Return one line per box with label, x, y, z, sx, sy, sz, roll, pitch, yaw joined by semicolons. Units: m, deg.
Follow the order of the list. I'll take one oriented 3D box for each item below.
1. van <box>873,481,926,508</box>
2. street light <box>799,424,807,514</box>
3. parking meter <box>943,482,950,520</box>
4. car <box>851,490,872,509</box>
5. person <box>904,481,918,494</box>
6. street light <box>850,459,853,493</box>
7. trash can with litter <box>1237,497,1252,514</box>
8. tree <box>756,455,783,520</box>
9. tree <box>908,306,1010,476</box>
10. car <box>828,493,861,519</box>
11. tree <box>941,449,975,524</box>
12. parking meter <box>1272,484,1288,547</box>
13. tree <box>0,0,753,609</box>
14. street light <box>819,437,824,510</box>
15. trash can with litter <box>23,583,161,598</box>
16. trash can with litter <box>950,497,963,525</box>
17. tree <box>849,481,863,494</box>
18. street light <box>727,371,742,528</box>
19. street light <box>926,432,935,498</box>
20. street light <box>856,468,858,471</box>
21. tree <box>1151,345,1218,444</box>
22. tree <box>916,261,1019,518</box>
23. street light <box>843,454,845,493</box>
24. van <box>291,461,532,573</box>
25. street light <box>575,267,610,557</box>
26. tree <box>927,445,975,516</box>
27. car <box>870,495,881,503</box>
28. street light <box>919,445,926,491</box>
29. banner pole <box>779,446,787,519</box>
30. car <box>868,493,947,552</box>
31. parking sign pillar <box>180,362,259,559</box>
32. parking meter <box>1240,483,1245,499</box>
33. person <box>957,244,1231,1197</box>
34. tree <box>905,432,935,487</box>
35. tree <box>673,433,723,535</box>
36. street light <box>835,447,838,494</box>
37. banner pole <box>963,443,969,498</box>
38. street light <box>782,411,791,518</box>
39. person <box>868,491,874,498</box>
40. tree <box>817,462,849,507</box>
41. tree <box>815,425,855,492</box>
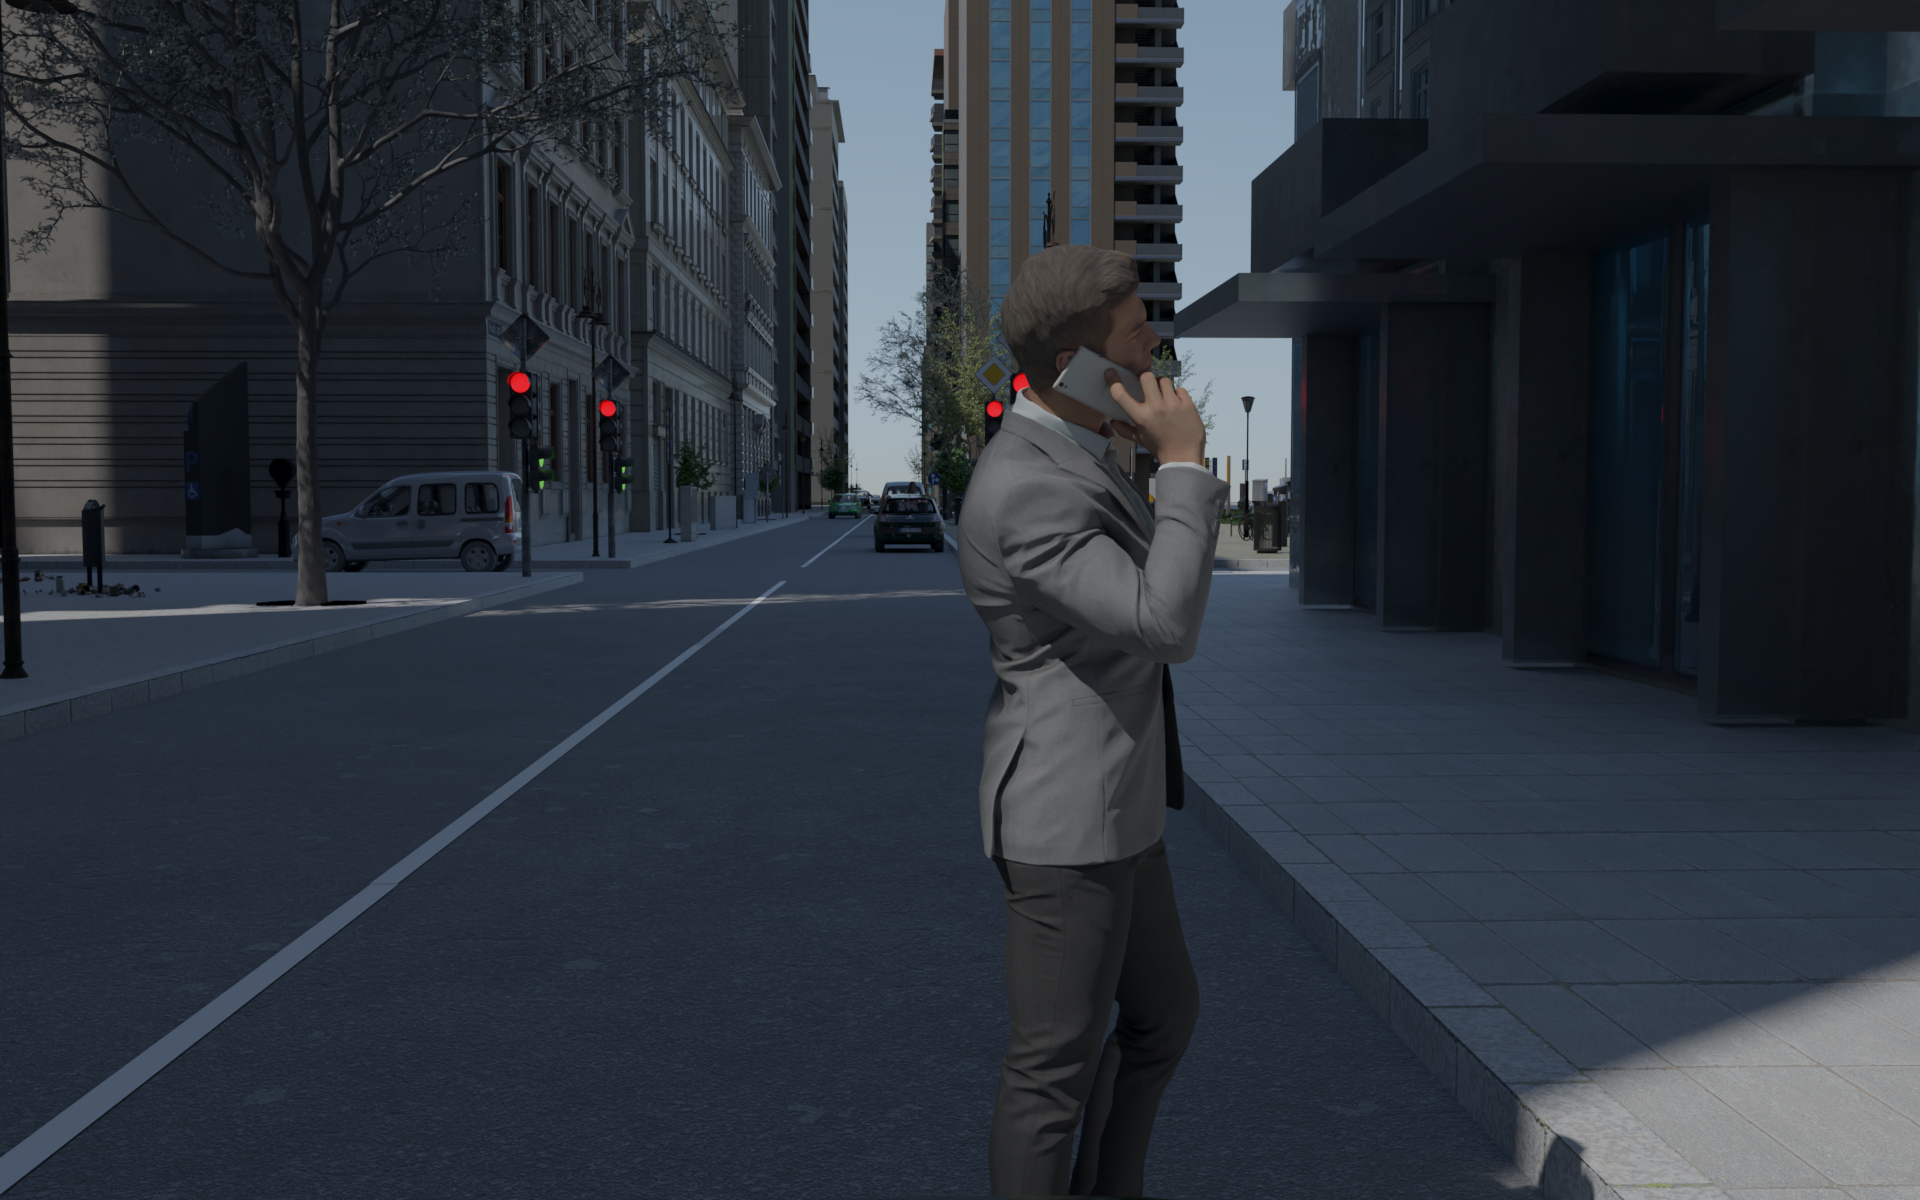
van;-1.916;-3.142;58.380;2.013;2.044;4.112;0;4;-3
street light;-10.083;-8.484;111.504;0.468;5.910;1.993;0;4;-2
parking meter;-0.670;-4.858;85.137;0.255;1.863;0.399;2;4;27
car;-9.528;-9.549;164.796;2.281;1.827;5.304;0;4;-2
person;-1.436;-2.706;52.756;0.555;1.821;0.388;0;4;-5
street light;-14.057;-15.377;224.196;0.468;5.910;1.993;0;4;-2
trash can with litter;13.623;-4.464;84.381;1.055;1.170;0.624;-1;4;-21
tree;-9.555;-5.535;85.104;1.663;3.219;1.824;0;3;0
tree;0.332;-7.126;66.870;4.737;8.622;4.395;0;3;0
car;-6.713;-5.647;101.117;1.959;1.807;4.718;0;4;-1
tree;-0.153;-4.847;73.852;1.663;3.219;1.824;0;3;0
parking meter;7.764;-2.057;42.036;0.372;1.533;0.369;0;3;0
tree;-7.555;-6.690;19.748;12.009;13.543;11.850;0;3;0
street light;-11.247;-10.283;140.906;0.468;5.910;1.993;0;4;-2
trash can with litter;-11.075;-0.677;22.121;1.678;1.210;2.233;-3;5;-40
trash can with litter;0.153;-3.668;71.351;1.055;1.170;0.624;-3;5;-42
tree;-15.463;-16.161;258.840;1.663;3.219;1.824;0;3;0
street light;-8.464;-5.652;65.200;0.468;5.910;1.993;0;4;-2
street light;-2.045;-9.402;126.505;0.468;5.910;1.993;0;4;-2
street light;-15.098;-17.175;253.603;0.468;5.910;1.993;0;4;-2
tree;10.637;-8.342;86.757;4.737;8.622;4.395;0;3;0
tree;-0.515;-11.107;91.966;12.009;13.543;11.850;0;3;0
street light;-13.072;-13.578;194.788;0.468;5.910;1.993;0;4;-2
van;-9.895;-1.484;31.280;4.112;2.044;2.013;0;4;-2
street light;-7.474;-3.828;35.377;0.468;5.910;1.993;0;4;-2
tree;-0.402;-7.310;103.224;4.285;4.588;4.351;0;3;0
car;-11.999;-14.232;245.052;2.083;1.381;4.827;0;4;-1
street light;-3.201;-11.236;156.499;0.468;5.910;1.993;0;4;-2
banner pole;-9.299;-6.121;90.102;0.401;3.779;0.863;1;4;14
car;-1.316;-2.088;43.924;2.009;1.686;4.222;0;4;-3
parking sign pillar;-14.923;-2.833;34.797;1.447;3.967;1.447;1;4;23
parking meter;15.178;-5.338;92.995;0.255;1.863;0.399;2;4;25
person;0.223;0.360;2.793;0.473;1.802;0.592;1;4;20
tree;-4.188;-15.170;198.387;4.360;8.622;3.978;0;3;0
tree;-8.553;-3.663;54.498;1.663;3.219;1.824;0;3;0
street light;-12.175;-12.102;170.649;0.468;5.910;1.993;0;4;-2
banner pole;0.287;-5.806;84.952;0.401;3.779;0.863;-1;4;-22
street light;-9.481;-7.454;94.667;0.468;5.910;1.993;0;4;-2
person;-12.215;-13.678;232.152;1.348;1.821;0.705;1;4;9
tree;-13.138;-11.935;178.844;4.285;4.588;4.351;0;3;0
tree;-13.522;-14.297;184.126;4.360;8.622;3.978;0;3;0
